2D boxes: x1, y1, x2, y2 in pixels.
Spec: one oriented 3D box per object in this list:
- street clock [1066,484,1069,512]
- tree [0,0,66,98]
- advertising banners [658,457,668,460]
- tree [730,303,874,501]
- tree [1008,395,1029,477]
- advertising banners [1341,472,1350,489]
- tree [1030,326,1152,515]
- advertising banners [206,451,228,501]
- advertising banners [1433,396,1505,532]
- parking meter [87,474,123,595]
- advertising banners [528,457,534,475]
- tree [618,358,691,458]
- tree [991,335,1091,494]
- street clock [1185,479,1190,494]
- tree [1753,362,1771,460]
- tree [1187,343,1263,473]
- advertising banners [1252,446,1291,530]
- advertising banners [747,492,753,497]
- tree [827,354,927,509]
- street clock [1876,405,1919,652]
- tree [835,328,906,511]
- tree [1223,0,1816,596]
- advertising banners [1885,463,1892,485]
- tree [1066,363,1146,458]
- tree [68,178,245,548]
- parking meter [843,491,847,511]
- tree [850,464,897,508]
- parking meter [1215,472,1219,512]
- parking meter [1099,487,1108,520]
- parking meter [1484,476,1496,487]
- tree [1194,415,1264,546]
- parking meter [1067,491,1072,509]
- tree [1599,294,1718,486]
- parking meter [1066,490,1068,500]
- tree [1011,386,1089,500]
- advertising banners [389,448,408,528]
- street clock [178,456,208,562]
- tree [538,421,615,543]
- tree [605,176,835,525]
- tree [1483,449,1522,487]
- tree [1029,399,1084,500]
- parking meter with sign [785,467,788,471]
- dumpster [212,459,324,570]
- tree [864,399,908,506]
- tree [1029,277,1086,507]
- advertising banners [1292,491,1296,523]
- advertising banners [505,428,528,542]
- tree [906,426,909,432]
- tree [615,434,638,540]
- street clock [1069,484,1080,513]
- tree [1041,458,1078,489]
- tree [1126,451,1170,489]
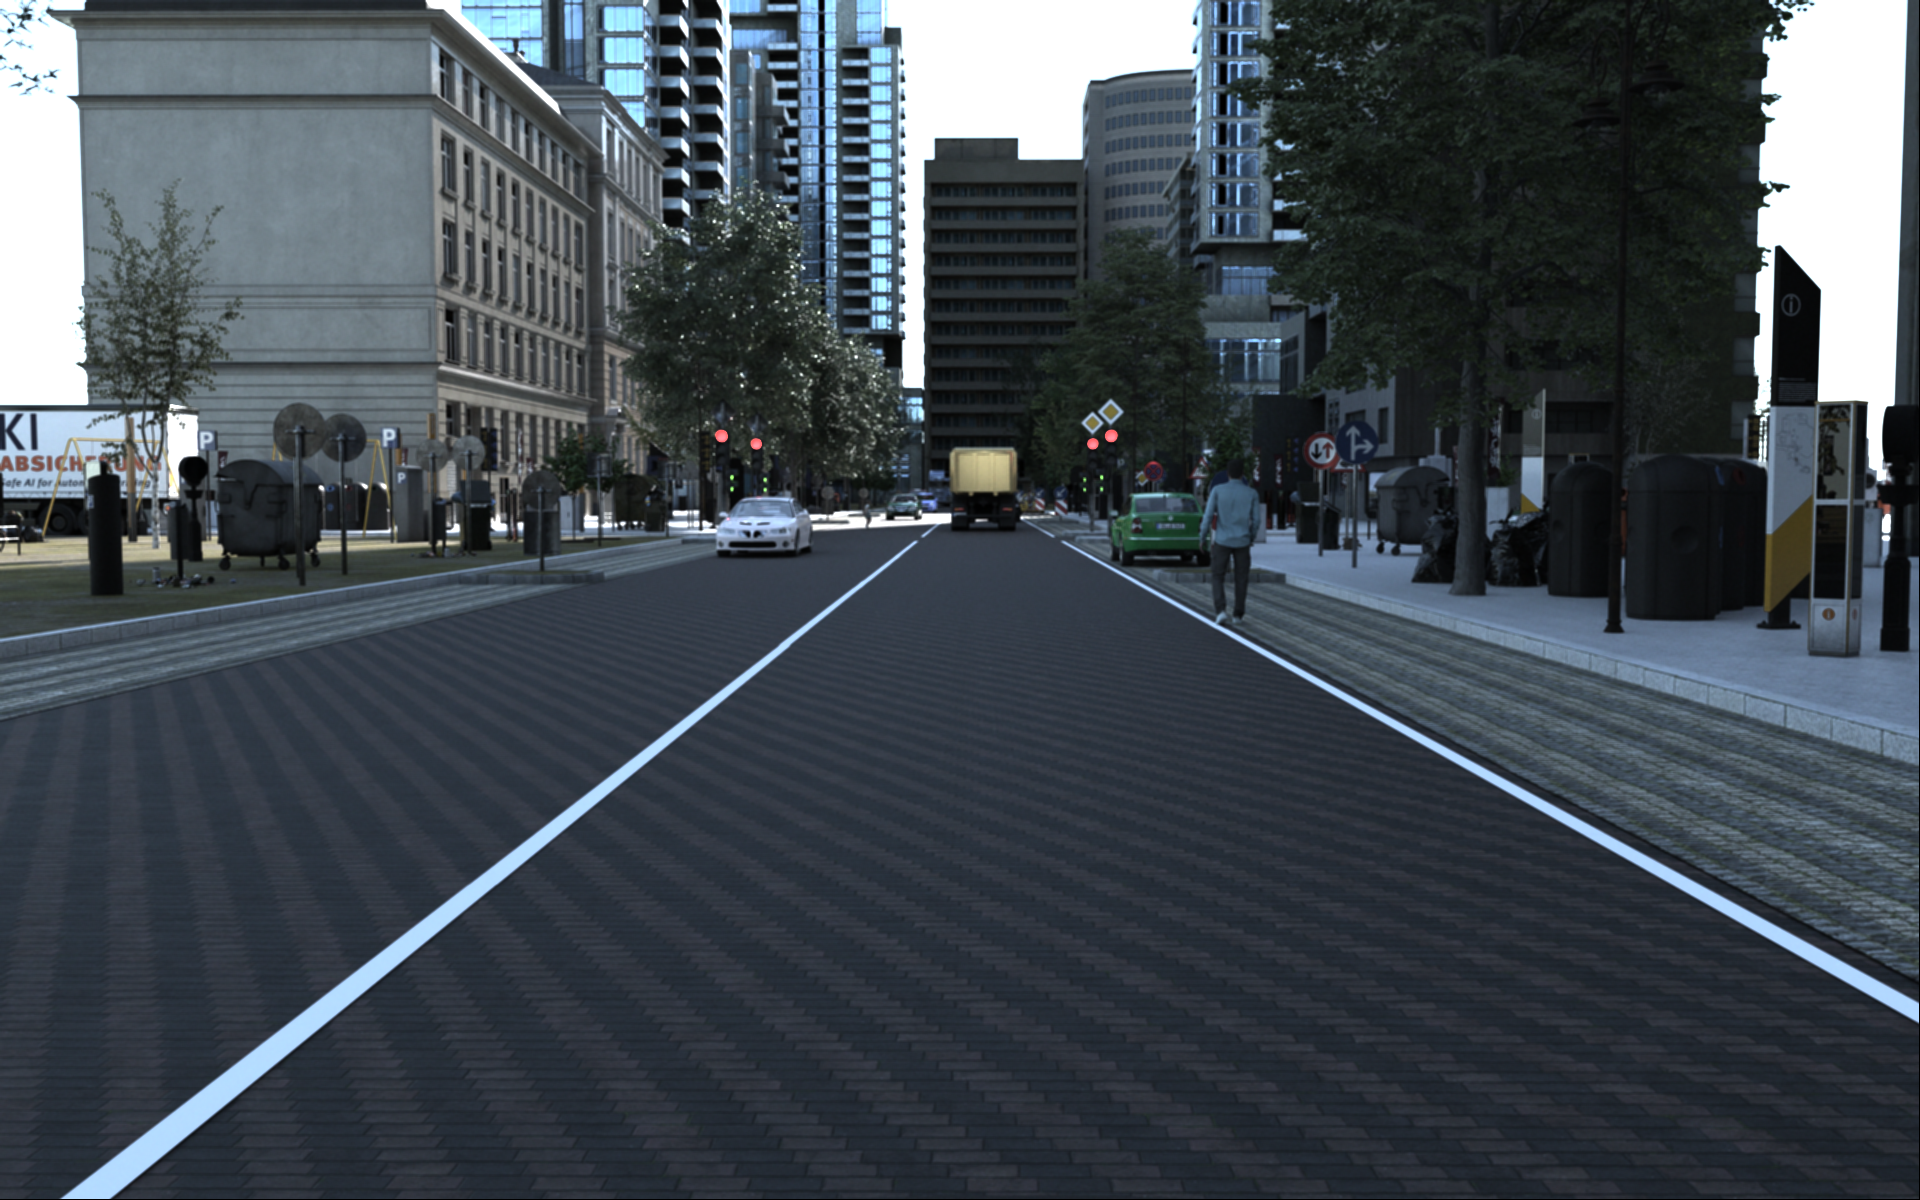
[{"bbox_3d":[7.682,-7.123,121.027,0.471,2.002,0.358,-1,4,-8],"label":"street clock"},{"bbox_3d":[-9.346,-6.149,10.912,12.009,13.543,11.850,0,3,0],"label":"tree"},{"bbox_3d":[-14.856,-5.283,82.565,2.074,3.025,0.090,1,4,15],"label":"advertising banners"},{"bbox_3d":[-9.812,-11.246,100.876,9.611,12.733,9.660,0,3,0],"label":"tree"},{"bbox_3d":[8.704,-15.631,173.699,7.486,12.596,7.792,0,3,0],"label":"tree"},{"bbox_3d":[19.531,-5.406,84.570,2.074,3.025,0.090,1,4,21],"label":"advertising banners"},{"bbox_3d":[8.154,-11.041,106.272,9.928,11.665,9.643,0,3,0],"label":"tree"},{"bbox_3d":[-30.193,-4.493,69.640,0.090,3.025,2.074,1,4,23],"label":"advertising banners"},{"bbox_3d":[8.995,-2.099,30.514,2.074,3.025,0.090,-3,5,-40],"label":"advertising banners"},{"bbox_3d":[-10.881,-0.834,22.051,0.372,1.533,0.369,0,3,0],"label":"parking meter"},{"bbox_3d":[-19.864,-5.280,82.508,0.090,3.025,2.074,3,4,37],"label":"advertising banners"},{"bbox_3d":[-15.752,-8.673,92.163,4.737,8.622,4.395,0,3,0],"label":"tree"},{"bbox_3d":[9.634,-21.322,204.508,12.611,20.169,13.585,0,3,0],"label":"tree"},{"bbox_3d":[10.675,-4.717,81.694,0.358,2.002,0.471,0,4,1],"label":"street clock"},{"bbox_3d":[34.523,-7.767,77.353,4.737,8.622,4.395,0,3,0],"label":"tree"},{"bbox_3d":[12.751,-8.255,85.330,4.737,8.622,4.395,0,3,0],"label":"tree"},{"bbox_3d":[11.241,-4.084,62.954,0.090,3.025,2.074,-2,4,-28],"label":"advertising banners"},{"bbox_3d":[-15.274,-8.328,132.350,2.074,3.025,0.090,0,4,4],"label":"advertising banners"},{"bbox_3d":[-8.449,-14.699,150.694,12.009,13.543,11.850,0,3,0],"label":"tree"},{"bbox_3d":[7.658,-0.585,14.130,0.358,2.002,0.471,3,4,37],"label":"street clock"},{"bbox_3d":[-9.457,-12.902,117.597,9.857,13.997,8.962,0,3,0],"label":"tree"},{"bbox_3d":[6.807,-6.349,21.933,7.486,12.596,7.792,0,3,0],"label":"tree"},{"bbox_3d":[36.023,-4.258,65.809,2.074,3.025,0.090,0,4,-3],"label":"advertising banners"},{"bbox_3d":[8.035,-8.877,95.499,4.360,8.622,3.978,0,3,0],"label":"tree"},{"bbox_3d":[-19.067,-5.536,40.868,4.360,8.622,3.978,0,3,0],"label":"tree"},{"bbox_3d":[-8.752,-7.548,131.817,0.372,1.533,0.369,0,3,0],"label":"parking meter"},{"bbox_3d":[-8.937,-10.896,161.866,4.285,4.588,4.351,0,3,0],"label":"tree"},{"bbox_3d":[6.857,-2.462,45.959,0.255,1.863,0.399,1,4,13],"label":"parking meter"},{"bbox_3d":[7.125,-4.917,86.104,0.399,1.863,0.255,3,5,45],"label":"parking meter"},{"bbox_3d":[15.702,-2.791,51.351,0.255,1.863,0.399,0,4,-4],"label":"parking meter"},{"bbox_3d":[6.593,-2.940,42.673,1.663,3.219,1.824,0,3,0],"label":"tree"},{"bbox_3d":[7.840,-7.052,123.709,0.372,1.533,0.369,0,3,0],"label":"parking meter"},{"bbox_3d":[25.855,-7.010,64.969,4.360,8.622,3.978,0,3,0],"label":"tree"},{"bbox_3d":[8.205,-7.730,132.096,0.255,1.863,0.399,1,4,9],"label":"parking meter"},{"bbox_3d":[8.280,-13.177,149.861,7.601,10.594,8.767,1,4,23],"label":"tree"},{"bbox_3d":[-21.981,-4.281,66.176,2.074,3.025,0.090,1,4,15],"label":"advertising banners"},{"bbox_3d":[-14.555,-1.734,32.919,0.358,2.002,0.471,3,5,39],"label":"street clock"},{"bbox_3d":[-10.409,-3.145,46.027,1.663,3.219,1.824,0,3,0],"label":"tree"},{"bbox_3d":[-9.821,-10.058,71.109,9.857,13.997,8.962,0,3,0],"label":"tree"},{"bbox_3d":[20.364,-4.367,66.008,1.663,3.219,1.824,0,3,0],"label":"tree"},{"bbox_3d":[7.369,-10.785,126.698,4.737,8.622,4.395,0,3,0],"label":"tree"},{"bbox_3d":[-10.927,-6.907,109.196,0.543,3.016,1.738,1,4,8],"label":"parking meter with sign"},{"bbox_3d":[-11.893,-1.472,29.827,1.264,1.857,1.865,0,4,1],"label":"dumpster"},{"bbox_3d":[-9.001,-15.488,178.986,9.928,11.665,9.643,0,3,0],"label":"tree"},{"bbox_3d":[7.658,-9.498,73.412,7.486,12.596,7.792,0,3,0],"label":"tree"},{"bbox_3d":[14.624,-4.903,76.358,2.074,3.025,0.090,-2,4,-29],"label":"advertising banners"},{"bbox_3d":[-11.989,-3.081,46.569,0.090,3.025,2.074,-2,4,-26],"label":"advertising banners"},{"bbox_3d":[-8.870,-13.902,133.960,9.857,13.997,8.962,0,3,0],"label":"tree"},{"bbox_3d":[-10.232,-3.325,48.965,1.663,3.219,1.824,0,3,0],"label":"tree"},{"bbox_3d":[7.998,-7.004,119.084,0.471,2.002,0.358,-2,4,-33],"label":"street clock"},{"bbox_3d":[8.195,-9.537,139.640,4.285,4.588,4.351,0,3,0],"label":"tree"},{"bbox_3d":[14.151,-8.958,130.171,4.285,4.588,4.351,0,3,0],"label":"tree"}]
